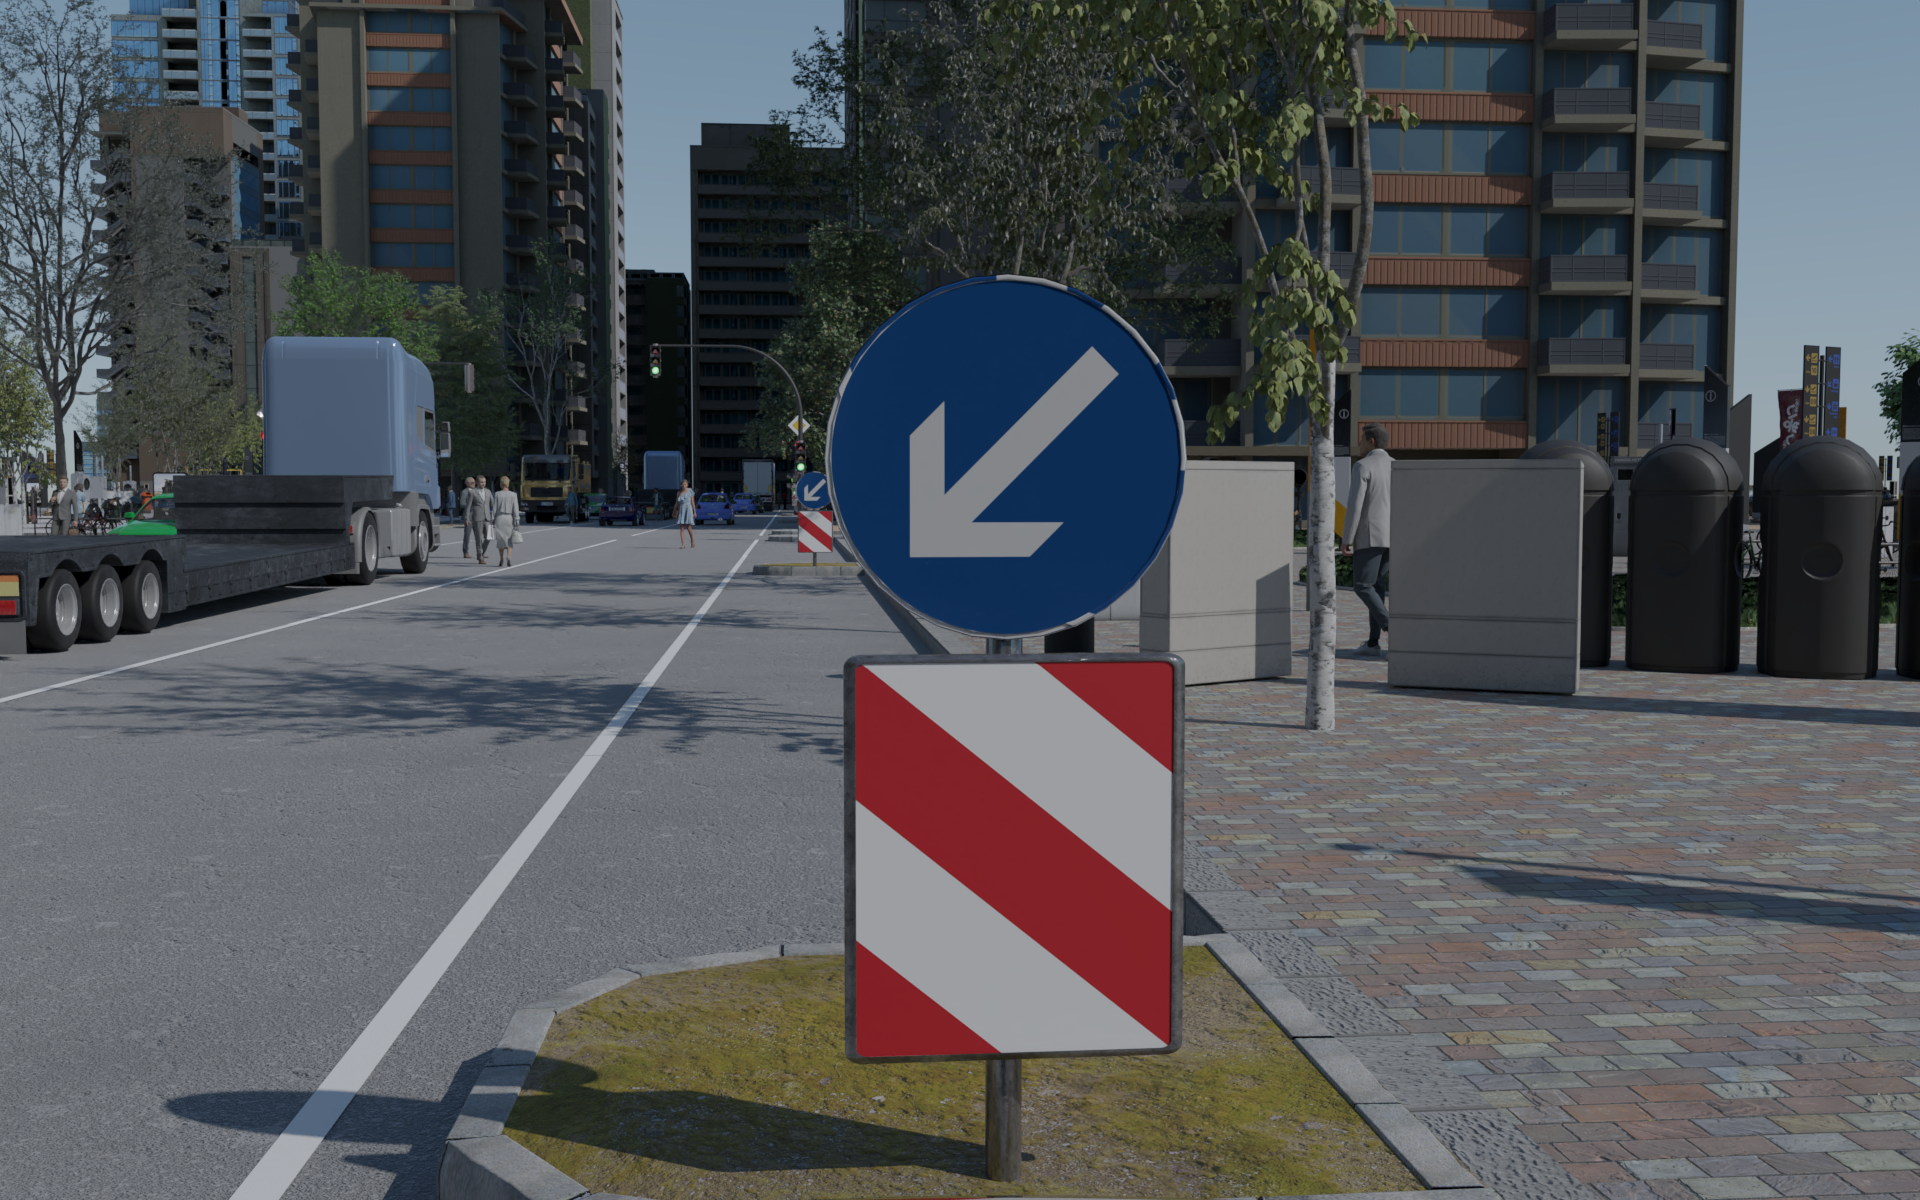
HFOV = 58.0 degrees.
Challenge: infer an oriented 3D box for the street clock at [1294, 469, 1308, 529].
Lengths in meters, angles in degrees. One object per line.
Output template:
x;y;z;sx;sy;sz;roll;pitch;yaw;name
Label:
9.758;-2.772;49.896;0.471;2.002;0.358;1;4;18;street clock

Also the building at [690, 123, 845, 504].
-24.459;-37.084;230.024;21.600;48.544;21.300;0;4;-6;building

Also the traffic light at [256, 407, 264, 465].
-20.494;-3.830;51.547;0.839;4.253;0.868;0;4;-6;traffic light

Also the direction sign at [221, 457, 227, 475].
-44.729;-6.929;105.286;0.379;3.537;0.876;-3;5;-44;direction sign

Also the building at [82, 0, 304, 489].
-94.120;-55.642;222.419;31.000;86.520;22.319;0;4;-6;building

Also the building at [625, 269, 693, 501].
-42.238;-27.757;225.525;14.107;30.474;14.160;0;4;-6;building

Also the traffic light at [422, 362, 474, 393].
-19.190;-5.203;59.731;4.771;5.953;1.251;0;4;-6;traffic light

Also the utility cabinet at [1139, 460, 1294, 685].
1.748;-0.190;11.792;1.173;1.500;0.318;-3;4;-37;utility cabinet

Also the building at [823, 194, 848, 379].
-6.350;-24.339;169.642;14.160;30.474;14.107;0;4;-6;building

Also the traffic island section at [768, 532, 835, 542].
-4.866;-1.890;53.185;2.009;0.180;2.903;0;4;-6;traffic island section

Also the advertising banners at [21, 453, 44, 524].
-39.877;-4.791;74.516;2.074;3.025;0.090;3;4;37;advertising banners

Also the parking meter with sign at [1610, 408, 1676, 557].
13.672;-2.399;35.480;1.738;3.016;0.543;1;4;17;parking meter with sign

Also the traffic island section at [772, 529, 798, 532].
-5.636;-2.376;61.133;2.009;0.180;2.903;0;4;-6;traffic island section

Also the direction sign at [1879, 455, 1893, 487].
54.455;-6.726;101.959;0.379;3.537;0.876;-2;4;-26;direction sign

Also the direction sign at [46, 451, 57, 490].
-46.530;-5.947;89.236;0.876;3.537;0.379;-2;4;-26;direction sign

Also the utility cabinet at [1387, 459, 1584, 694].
3.422;-0.160;11.296;1.173;1.500;0.318;2;4;24;utility cabinet

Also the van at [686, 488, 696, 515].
-19.170;-6.974;121.032;2.013;2.044;4.112;0;4;-4;van

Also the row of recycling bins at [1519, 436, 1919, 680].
5.765;-0.332;12.548;3.534;1.692;1.069;2;4;25;row of recycling bins

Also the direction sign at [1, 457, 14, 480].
-58.009;-6.947;105.578;0.876;3.537;0.379;1;4;13;direction sign

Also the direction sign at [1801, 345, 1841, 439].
13.177;-2.114;26.564;0.876;3.537;0.379;-2;4;-29;direction sign

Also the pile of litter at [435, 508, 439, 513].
-35.346;-6.337;117.567;1.719;0.858;1.176;-2;4;-34;pile of litter

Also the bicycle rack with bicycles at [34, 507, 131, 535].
-24.467;-2.163;48.752;2.852;0.926;2.925;2;4;35;bicycle rack with bicycles

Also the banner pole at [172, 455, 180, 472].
-49.757;-7.346;110.122;0.401;3.779;0.863;1;4;11;banner pole

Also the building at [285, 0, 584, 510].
-44.012;-30.139;147.399;22.147;44.769;28.867;0;4;-6;building

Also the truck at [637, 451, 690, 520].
-18.050;-6.911;102.748;2.967;4.110;18.799;0;4;-5;truck

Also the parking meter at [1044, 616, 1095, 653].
0.806;-0.265;12.742;0.372;1.533;0.369;0;3;0;parking meter

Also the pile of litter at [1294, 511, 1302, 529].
8.482;-1.914;45.264;1.176;0.858;1.719;1;4;11;pile of litter

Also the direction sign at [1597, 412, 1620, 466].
17.950;-3.428;48.044;0.379;3.537;0.876;-1;4;-19;direction sign

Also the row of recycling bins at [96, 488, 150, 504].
-55.230;-6.573;114.576;3.534;1.692;1.069;0;4;8;row of recycling bins

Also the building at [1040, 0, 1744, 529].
16.188;-25.560;72.539;28.867;44.769;22.147;0;4;-6;building

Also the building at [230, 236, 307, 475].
-73.884;-26.075;198.024;14.107;30.474;14.160;0;4;-6;building

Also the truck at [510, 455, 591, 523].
-20.328;-5.582;87.189;3.469;3.379;9.791;0;4;-7;truck

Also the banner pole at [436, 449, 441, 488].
-25.839;-5.809;84.990;0.863;3.779;0.401;1;4;11;banner pole

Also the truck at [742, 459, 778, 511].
-16.858;-9.594;145.780;2.839;4.237;11.283;0;4;-5;truck

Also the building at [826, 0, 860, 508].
-5.006;-46.615;200.407;20.563;71.187;20.611;0;4;-6;building

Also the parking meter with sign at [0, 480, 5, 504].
-53.662;-6.148;96.787;1.738;3.016;0.543;-1;4;-20;parking meter with sign

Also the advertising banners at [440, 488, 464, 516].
-29.576;-6.374;100.396;2.074;3.025;0.090;-2;4;-23;advertising banners

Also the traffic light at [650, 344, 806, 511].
-6.981;-4.774;52.725;4.771;5.953;1.251;0;4;-6;traffic light

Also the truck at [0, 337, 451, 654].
-10.140;-2.091;23.950;2.967;4.110;18.799;0;4;-6;truck

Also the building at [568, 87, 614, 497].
-41.940;-29.709;169.335;14.154;41.232;14.086;0;4;-6;building

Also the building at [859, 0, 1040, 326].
1.639;-24.943;91.417;14.154;41.232;14.086;0;4;-6;building

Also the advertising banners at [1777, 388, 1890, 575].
14.187;-1.961;28.249;0.090;3.025;2.074;-2;4;-26;advertising banners

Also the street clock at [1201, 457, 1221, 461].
4.930;-1.807;34.108;0.471;2.002;0.358;-2;4;-29;street clock

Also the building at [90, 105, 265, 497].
-87.979;-33.405;196.288;14.200;45.320;14.600;0;4;-6;building

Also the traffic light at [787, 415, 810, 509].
-5.677;-4.409;61.015;0.839;4.253;0.868;0;4;-6;traffic light

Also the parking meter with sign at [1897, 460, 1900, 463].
44.202;-5.115;79.897;0.543;3.016;1.738;-3;4;-38;parking meter with sign

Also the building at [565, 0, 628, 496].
-52.492;-39.988;195.796;28.212;58.520;21.231;0;4;-6;building
